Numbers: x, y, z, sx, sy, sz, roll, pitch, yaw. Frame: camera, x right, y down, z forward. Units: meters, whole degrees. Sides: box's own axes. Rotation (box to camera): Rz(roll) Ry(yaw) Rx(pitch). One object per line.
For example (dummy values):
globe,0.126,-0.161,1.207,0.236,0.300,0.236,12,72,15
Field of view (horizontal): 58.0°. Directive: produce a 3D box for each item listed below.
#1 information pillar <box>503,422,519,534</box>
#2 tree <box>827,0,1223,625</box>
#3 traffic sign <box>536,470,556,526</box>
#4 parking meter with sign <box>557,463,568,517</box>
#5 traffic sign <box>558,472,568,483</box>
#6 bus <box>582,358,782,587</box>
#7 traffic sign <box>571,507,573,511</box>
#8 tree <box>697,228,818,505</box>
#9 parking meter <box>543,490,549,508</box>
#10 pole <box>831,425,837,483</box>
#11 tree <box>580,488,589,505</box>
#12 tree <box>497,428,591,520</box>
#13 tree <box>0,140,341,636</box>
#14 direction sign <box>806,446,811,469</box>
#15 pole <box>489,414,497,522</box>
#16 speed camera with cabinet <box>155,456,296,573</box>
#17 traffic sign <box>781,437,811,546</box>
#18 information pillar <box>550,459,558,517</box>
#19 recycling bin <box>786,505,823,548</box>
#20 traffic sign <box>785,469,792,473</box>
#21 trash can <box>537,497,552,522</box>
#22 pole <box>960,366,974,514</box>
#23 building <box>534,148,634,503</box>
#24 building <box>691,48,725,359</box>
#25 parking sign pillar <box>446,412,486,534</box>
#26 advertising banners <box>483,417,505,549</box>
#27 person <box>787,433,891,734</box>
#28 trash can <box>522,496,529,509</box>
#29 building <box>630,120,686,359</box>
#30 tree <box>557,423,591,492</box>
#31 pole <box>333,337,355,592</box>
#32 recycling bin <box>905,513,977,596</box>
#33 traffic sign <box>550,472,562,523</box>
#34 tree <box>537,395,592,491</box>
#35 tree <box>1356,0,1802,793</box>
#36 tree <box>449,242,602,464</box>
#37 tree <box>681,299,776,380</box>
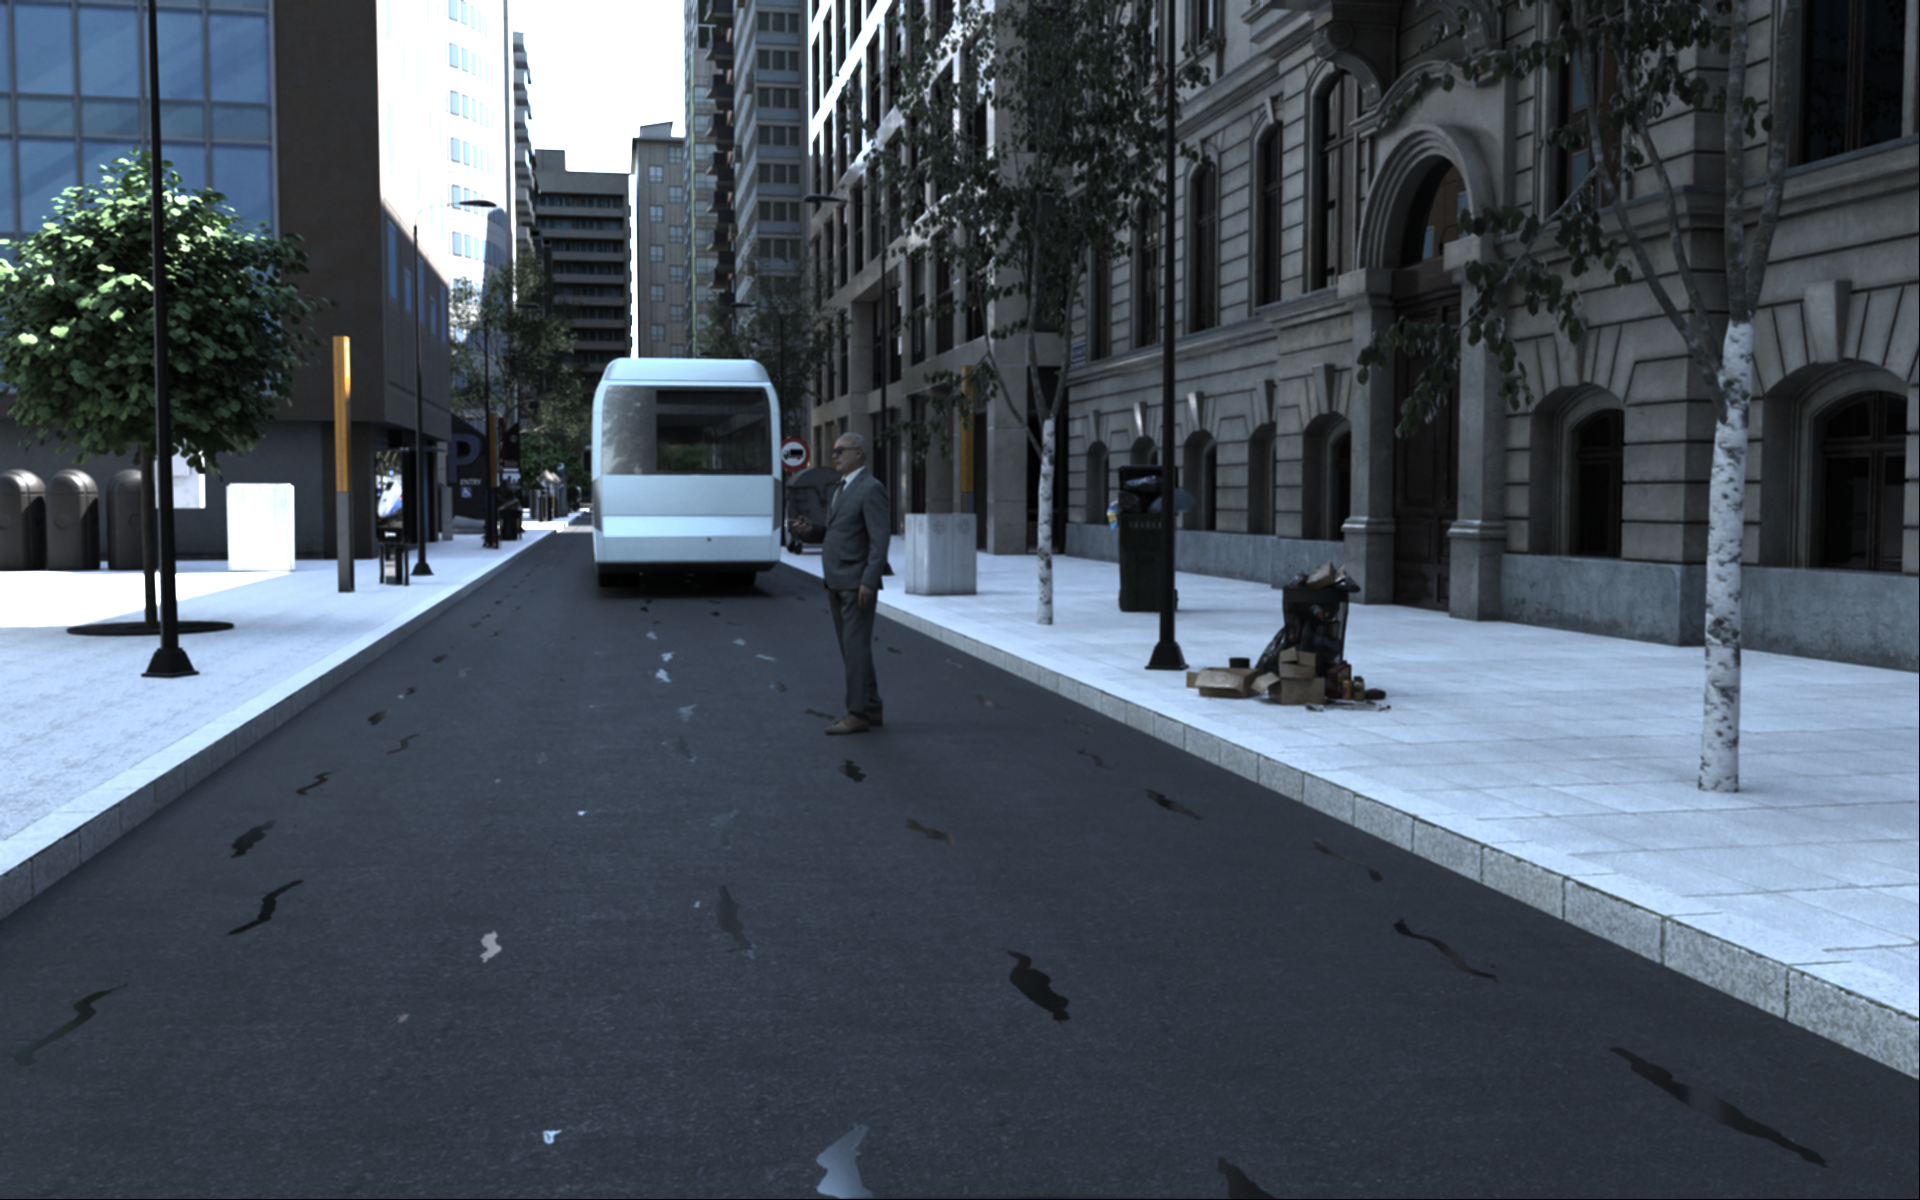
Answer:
information pillar,-14.493,-3.952,55.974,0.504,3.616,0.183,-1,4,-23
tree,0.782,-4.079,17.051,4.360,8.622,3.978,0,3,0
traffic sign,-16.764,-4.071,70.204,0.795,2.450,0.064,-1,4,-11
parking meter with sign,-22.151,-6.128,96.451,0.543,3.016,1.738,0,4,-6
traffic sign,-23.216,-6.162,100.853,0.768,2.556,0.104,0,4,-2
bus,-5.081,-2.154,30.079,2.948,3.499,13.247,-1,4,-12
traffic sign,-29.358,-8.003,130.951,0.768,2.556,0.104,-1,4,-10
tree,-4.873,-5.919,47.133,4.360,8.622,3.978,0,3,0
parking meter,-22.967,-5.358,96.020,0.372,1.533,0.369,0,3,0
pole,-3.712,-3.497,51.021,0.158,3.312,0.155,0,3,0
tree,-45.816,-13.172,209.962,1.663,3.219,1.824,0,3,0
tree,-21.390,-6.280,86.383,4.285,4.588,4.351,0,3,0
tree,-7.559,-1.990,16.258,4.285,4.588,4.351,0,3,0
direction sign,-7.101,-5.524,82.308,0.379,3.537,0.876,1,4,20
pole,-11.858,-3.066,43.973,0.158,3.312,0.155,0,3,0
speed camera with cabinet,-12.004,-2.078,28.311,2.038,3.252,0.660,-1,4,-16
traffic sign,-3.701,-2.349,38.512,0.768,2.556,0.104,-1,4,-9
information pillar,-22.885,-6.499,97.612,0.183,3.616,0.504,3,5,44
recycling bin,-3.690,-1.761,41.351,0.722,1.027,0.722,-2,4,-35
traffic sign,-4.646,-2.684,43.883,0.884,2.594,0.081,-1,4,-10
trash can,-19.312,-4.223,80.703,0.748,1.137,0.748,0,3,0
pole,0.113,-2.066,27.628,0.158,3.312,0.155,0,3,0
building,-57.363,-38.029,245.467,21.600,48.544,21.300,-1,4,-11
building,-18.292,-29.379,163.938,14.154,41.232,14.086,-1,4,-11
parking sign pillar,-15.841,-4.116,55.768,1.447,3.967,1.447,0,4,5
advertising banners,-10.904,-2.713,40.541,0.090,3.025,2.074,-2,4,-28
person,-0.718,-0.114,10.535,0.590,1.801,0.661,-2,4,-30
trash can,-37.733,-8.488,150.429,0.748,1.137,0.748,0,3,0
building,-34.028,-40.647,253.813,27.495,52.752,28.713,-1,4,-11
tree,-36.729,-13.118,164.840,4.737,8.622,4.395,0,3,0
pole,-8.029,-1.757,22.567,0.158,3.312,0.155,0,3,0
recycling bin,-0.250,-0.590,22.207,0.722,1.027,0.722,-2,4,-26
traffic sign,-18.335,-4.550,78.033,0.795,2.450,0.064,-1,4,-11
tree,-26.678,-10.242,117.822,4.360,8.622,3.978,0,3,0
tree,3.196,-3.493,7.469,4.360,8.622,3.978,0,3,0
tree,-16.468,-7.891,63.433,7.601,10.594,8.767,-1,4,-21
tree,-8.703,-7.000,64.819,4.737,8.622,4.395,0,3,0
